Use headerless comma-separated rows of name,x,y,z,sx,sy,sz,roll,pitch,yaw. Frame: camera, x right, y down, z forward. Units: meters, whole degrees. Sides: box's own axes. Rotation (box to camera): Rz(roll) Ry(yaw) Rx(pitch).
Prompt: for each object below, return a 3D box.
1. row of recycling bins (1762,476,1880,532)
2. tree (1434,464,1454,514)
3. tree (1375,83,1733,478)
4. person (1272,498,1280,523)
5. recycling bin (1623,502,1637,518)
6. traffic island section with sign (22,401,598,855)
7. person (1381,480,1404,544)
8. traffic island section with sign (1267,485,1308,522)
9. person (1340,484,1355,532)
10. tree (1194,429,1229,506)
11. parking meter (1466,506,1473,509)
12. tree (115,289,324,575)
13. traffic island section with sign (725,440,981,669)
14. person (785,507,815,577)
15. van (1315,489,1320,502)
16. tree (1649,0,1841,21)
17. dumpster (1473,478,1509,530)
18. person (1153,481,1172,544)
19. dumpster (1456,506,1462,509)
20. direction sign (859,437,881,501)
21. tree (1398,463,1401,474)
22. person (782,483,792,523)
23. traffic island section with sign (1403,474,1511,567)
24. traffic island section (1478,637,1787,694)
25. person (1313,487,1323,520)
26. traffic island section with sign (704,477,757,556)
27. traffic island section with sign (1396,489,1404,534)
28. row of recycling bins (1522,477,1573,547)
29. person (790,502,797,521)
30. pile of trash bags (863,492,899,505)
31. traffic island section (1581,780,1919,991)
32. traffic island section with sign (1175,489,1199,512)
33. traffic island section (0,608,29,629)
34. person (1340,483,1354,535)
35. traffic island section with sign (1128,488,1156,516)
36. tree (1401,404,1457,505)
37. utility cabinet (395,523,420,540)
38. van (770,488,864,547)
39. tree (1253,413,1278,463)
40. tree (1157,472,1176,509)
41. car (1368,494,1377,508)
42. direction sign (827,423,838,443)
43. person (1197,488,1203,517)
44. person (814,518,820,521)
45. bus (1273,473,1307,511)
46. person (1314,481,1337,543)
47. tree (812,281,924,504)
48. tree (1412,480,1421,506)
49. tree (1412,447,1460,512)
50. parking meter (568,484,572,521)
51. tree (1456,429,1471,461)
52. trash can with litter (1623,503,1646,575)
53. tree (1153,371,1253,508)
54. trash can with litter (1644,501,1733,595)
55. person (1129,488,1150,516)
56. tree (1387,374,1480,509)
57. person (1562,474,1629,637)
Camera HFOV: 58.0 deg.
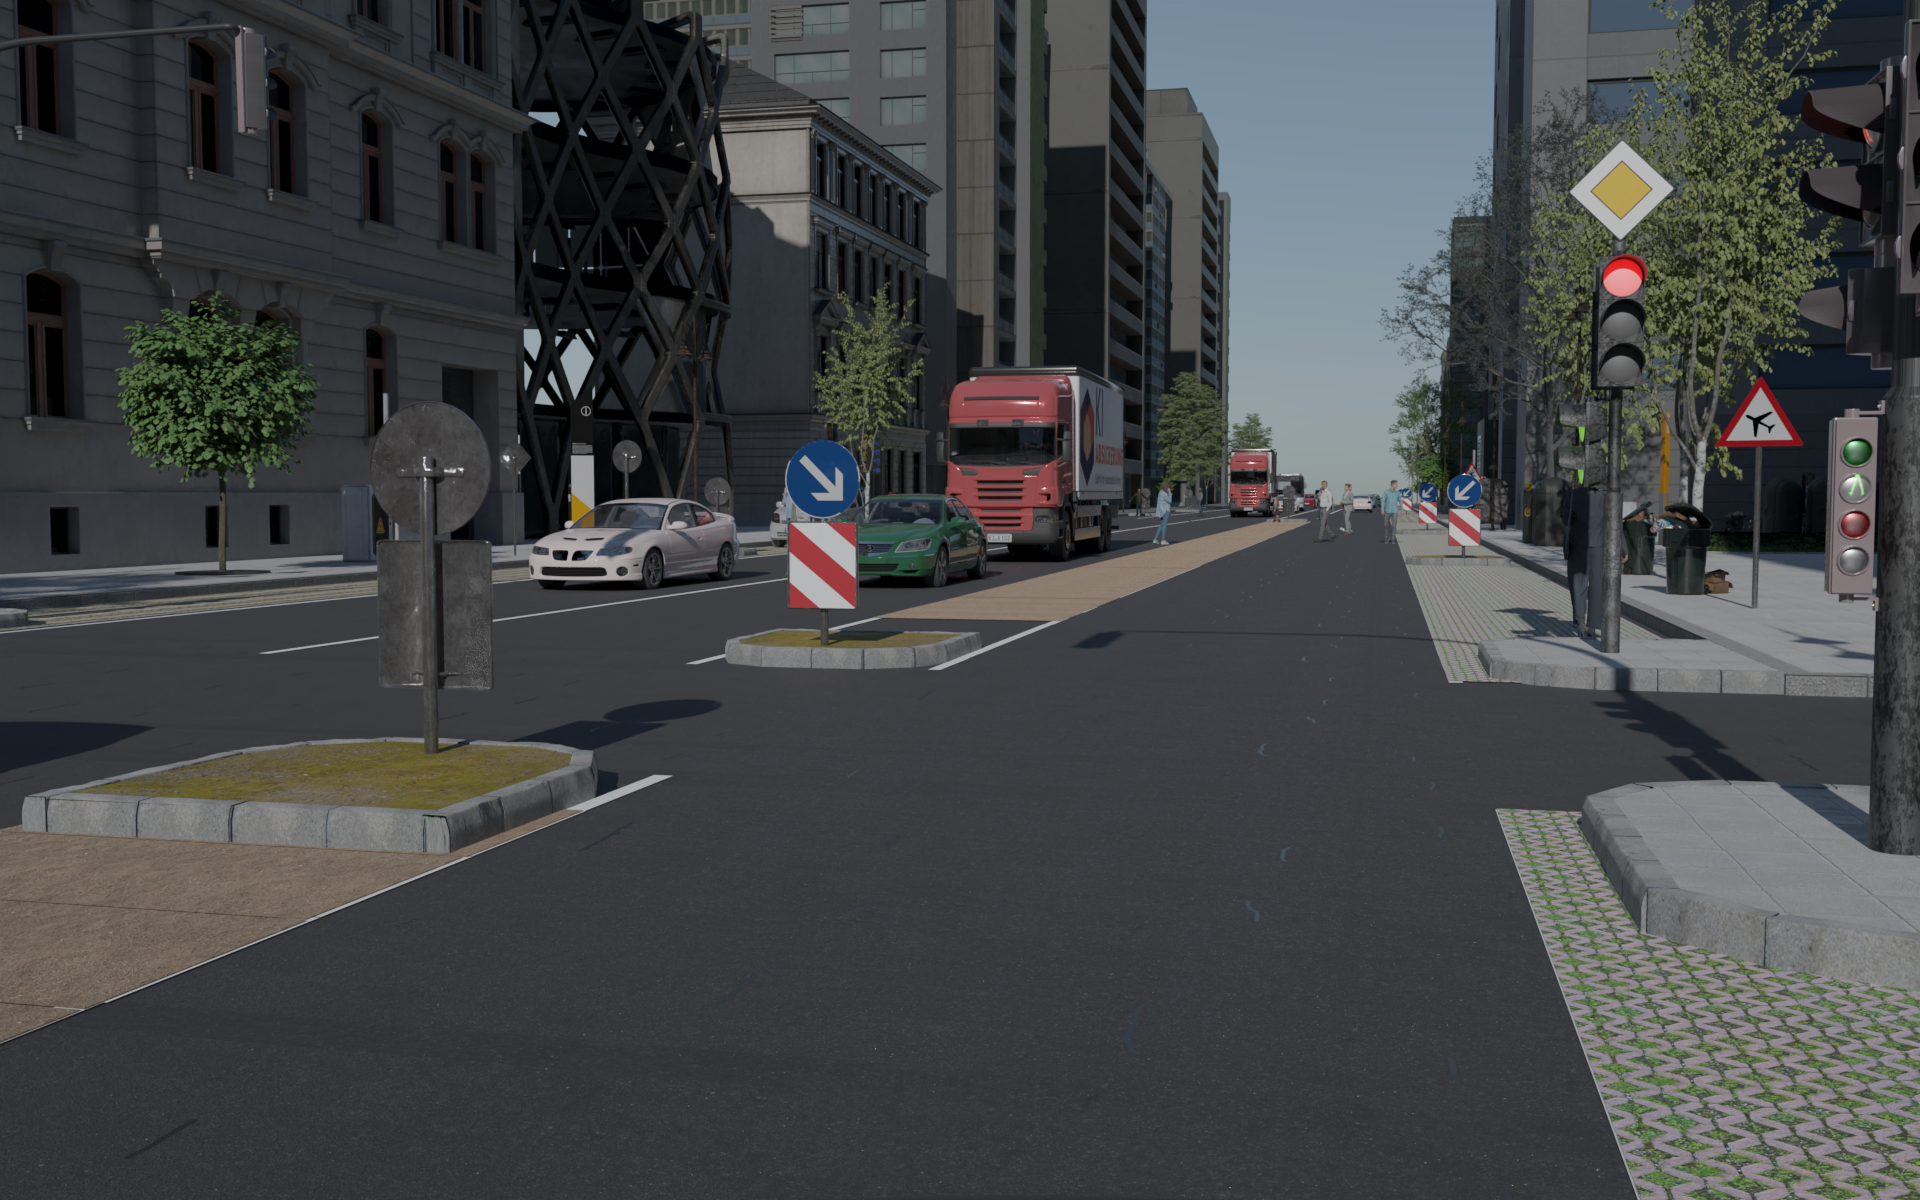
row of recycling bins,20.634,-2.030,40.302,3.534,1.692,1.069,1,4,15
tree,31.271,-7.126,111.110,1.663,3.219,1.824,0,3,0
tree,17.736,-8.629,51.448,12.009,13.543,11.850,0,3,0
person,15.792,-4.488,86.552,0.373,1.253,0.362,2,4,31
recycling bin,21.488,-2.677,56.323,0.722,1.027,0.722,-1,4,-8
traffic island section with sign,-2.761,0.009,7.993,2.006,1.907,1.989,1,4,14
person,12.534,-2.559,50.206,0.638,1.841,0.748,1,4,16
traffic island section with sign,16.709,-4.898,88.218,2.006,1.907,1.989,1,4,14
person,14.833,-3.544,66.456,0.620,1.820,0.660,3,4,38
tree,25.741,-14.047,180.024,4.360,8.622,3.978,0,3,0
parking meter,20.021,-3.658,68.214,0.372,1.533,0.369,0,3,0
tree,-11.897,-2.695,27.771,4.285,4.588,4.351,0,3,0
traffic island section with sign,-1.005,-0.431,15.189,2.006,1.907,1.989,1,4,14
person,-2.563,-1.178,28.112,0.624,1.780,0.694,-1,4,-17
van,45.716,-13.087,218.360,2.240,2.365,5.245,1,4,16
tree,10.266,-4.512,24.141,4.737,8.622,4.395,0,3,0
dumpster,19.029,-3.448,62.137,1.264,1.857,1.865,1,4,14
person,5.776,-2.482,49.353,0.793,1.790,0.793,3,5,44
dumpster,22.325,-4.284,75.810,1.264,1.857,1.865,1,4,13
direction sign,-3.597,-4.722,69.196,0.876,3.537,0.379,-1,4,-20
tree,44.992,-13.341,168.492,4.737,8.622,4.395,0,3,0
person,-4.155,-2.134,43.649,0.793,1.790,0.793,0,4,8
traffic island section with sign,10.090,-1.622,35.152,1.989,1.847,2.006,1,4,14
traffic island section,5.282,0.505,14.017,2.009,0.180,2.903,1,4,14
person,20.246,-5.404,96.945,0.705,1.814,1.350,-3,5,-39
traffic island section with sign,-5.818,-1.936,40.275,1.989,1.847,2.006,1,4,14
traffic island section with sign,16.504,-3.239,61.587,1.989,1.847,2.006,1,4,14
row of recycling bins,14.881,-2.242,43.765,1.069,1.692,3.534,1,4,12
person,-3.114,-1.576,34.395,0.709,1.813,0.853,2,4,26
pile of trash bags,-3.207,-3.467,66.444,1.912,1.369,3.447,2,4,25
traffic island section,3.399,0.980,6.256,2.009,0.180,2.903,1,4,14
traffic island section with sign,18.654,-8.102,141.103,1.989,1.847,2.006,1,4,14
traffic island section,-11.230,0.261,18.014,2.009,0.180,2.903,1,4,14
person,13.402,-3.153,60.246,0.583,1.804,0.606,-1,4,-21
traffic island section with sign,12.294,-6.500,114.906,1.989,1.847,2.006,1,4,14
tree,39.027,-11.655,140.920,4.737,8.622,4.395,0,3,0
utility cabinet,-11.719,-1.557,36.612,0.306,1.237,1.020,1,4,13
van,-3.876,-2.470,47.400,2.013,2.044,4.112,1,4,13
tree,40.537,-19.789,241.675,7.486,12.596,7.792,0,3,0
tree,18.278,-9.706,153.292,1.663,3.219,1.824,0,3,0
car,42.026,-10.196,178.712,2.014,1.417,4.499,1,4,12
direction sign,-4.081,-3.876,55.369,0.379,3.537,0.876,1,4,17
person,15.334,-6.241,110.622,0.705,1.814,1.350,0,3,0
person,-2.975,-1.635,35.802,0.524,1.755,0.480,3,4,36
bus,27.983,-9.318,147.215,2.948,3.499,13.247,1,4,12
person,10.822,-2.616,51.378,0.850,1.850,0.679,-1,4,-21
tree,-3.272,-6.750,60.724,4.737,8.622,4.395,0,3,0
tree,51.185,-12.113,192.650,1.663,3.219,1.824,0,3,0
tree,33.711,-8.491,122.548,4.285,4.588,4.351,0,3,0
parking meter,-9.304,-2.056,42.019,0.372,1.533,0.369,0,3,0
tree,14.550,-5.441,39.317,4.737,8.622,4.395,0,3,0
trash can with litter,10.553,-0.991,27.589,1.055,1.170,0.624,2,4,24
tree,21.466,-14.834,160.660,7.486,12.596,7.792,0,3,0
trash can with litter,9.439,-0.666,22.277,1.055,1.170,0.624,-2,4,-34
person,11.587,-6.325,111.931,1.348,1.821,0.705,0,4,-5
tree,40.762,-13.668,149.228,9.928,11.665,9.643,0,3,0
person,6.107,-0.478,16.729,0.576,1.772,0.534,0,4,-5
